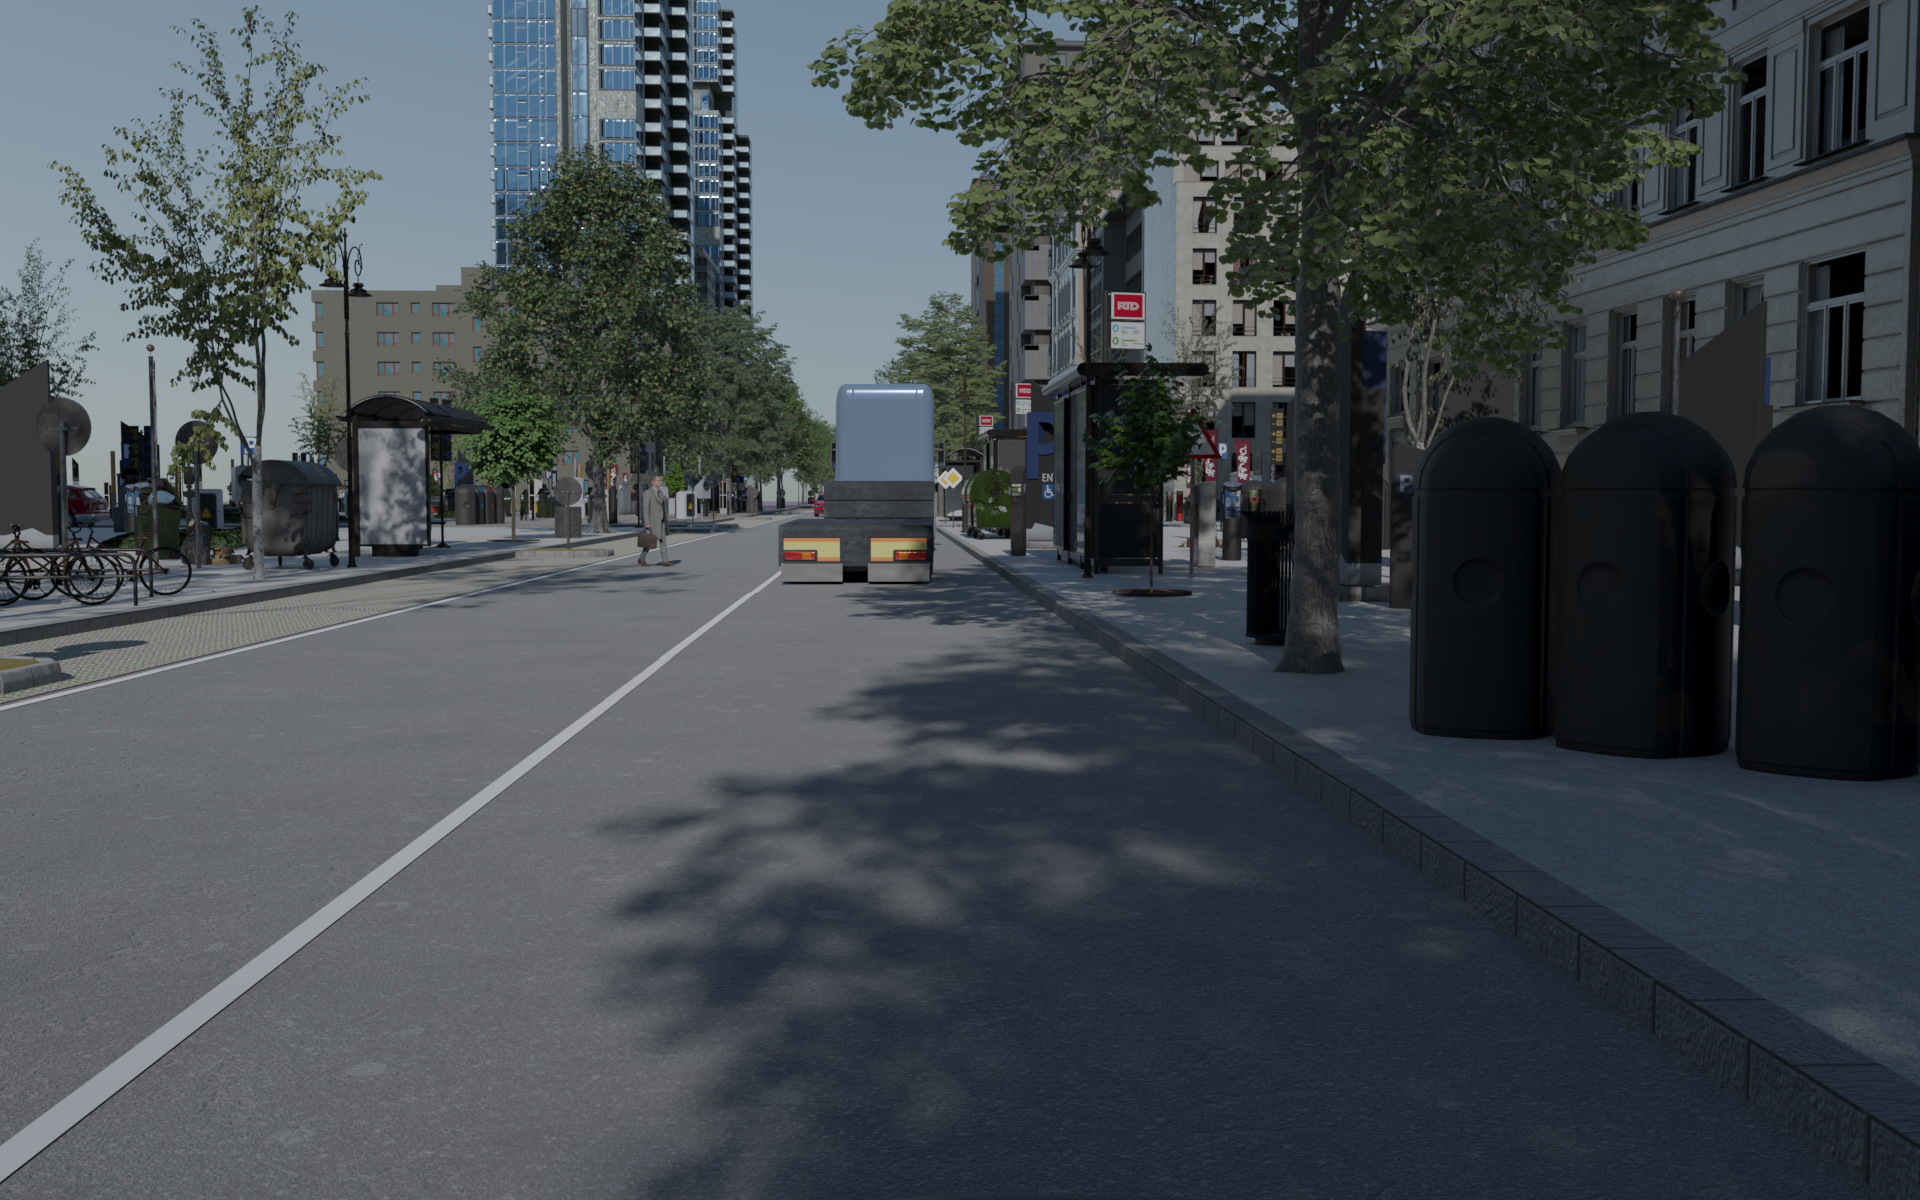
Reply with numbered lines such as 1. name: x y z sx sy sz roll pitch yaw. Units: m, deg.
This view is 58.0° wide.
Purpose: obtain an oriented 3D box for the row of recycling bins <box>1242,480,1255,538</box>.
1. row of recycling bins: 9.874 -2.699 51.249 3.534 1.692 1.069 -1 4 -23

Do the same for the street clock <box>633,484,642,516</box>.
1. street clock: -18.687 -5.868 100.506 0.358 2.002 0.471 3 4 36

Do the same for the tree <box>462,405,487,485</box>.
1. tree: -36.724 -10.646 124.417 4.737 8.622 4.395 0 3 0

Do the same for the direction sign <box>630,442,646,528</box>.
1. direction sign: -12.257 -4.524 65.959 0.876 3.537 0.379 3 4 39

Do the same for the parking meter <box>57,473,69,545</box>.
1. parking meter: -22.755 -2.326 43.738 0.399 1.863 0.255 -2 4 -30

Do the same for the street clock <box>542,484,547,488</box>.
1. street clock: -29.260 -7.162 121.663 0.358 2.002 0.471 2 4 25

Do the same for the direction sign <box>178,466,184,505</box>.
1. direction sign: -63.137 -9.095 140.705 0.876 3.537 0.379 -1 4 -20

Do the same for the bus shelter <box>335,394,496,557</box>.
1. bus shelter: -11.770 -2.692 37.936 2.014 3.302 5.546 0 4 -3

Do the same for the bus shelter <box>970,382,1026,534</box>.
1. bus shelter: 1.754 -5.042 60.071 2.179 5.291 8.768 0 4 -3

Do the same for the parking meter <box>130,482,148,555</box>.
1. parking meter: -17.125 -1.709 36.349 0.372 1.533 0.369 0 3 0

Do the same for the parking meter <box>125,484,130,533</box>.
1. parking meter: -20.792 -2.152 43.593 0.372 1.533 0.369 0 3 0

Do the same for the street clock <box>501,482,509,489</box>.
1. street clock: -27.474 -6.121 104.641 0.471 2.002 0.358 0 4 1

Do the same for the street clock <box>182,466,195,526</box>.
1. street clock: -20.133 -2.489 45.260 0.358 2.002 0.471 -1 4 -19

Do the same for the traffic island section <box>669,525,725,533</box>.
1. traffic island section: -10.120 -2.644 65.505 2.009 0.180 2.903 0 4 -3

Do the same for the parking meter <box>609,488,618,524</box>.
1. parking meter: -14.987 -4.062 74.826 0.372 1.533 0.369 0 3 0

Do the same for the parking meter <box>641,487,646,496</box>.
1. parking meter: -25.582 -8.217 140.053 0.255 1.863 0.399 -3 5 -43

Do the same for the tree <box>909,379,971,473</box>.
1. tree: -3.096 -15.753 167.925 12.009 13.543 11.850 0 3 0

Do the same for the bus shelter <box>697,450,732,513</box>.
1. bus shelter: -17.167 -8.696 119.816 2.179 5.291 8.768 0 4 -2

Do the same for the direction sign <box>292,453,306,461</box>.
1. direction sign: -36.133 -6.288 94.800 0.379 3.537 0.876 2 4 34

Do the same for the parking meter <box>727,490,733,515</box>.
1. parking meter: -14.440 -6.027 106.954 0.372 1.533 0.369 0 3 0

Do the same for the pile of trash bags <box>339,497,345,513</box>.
1. pile of trash bags: -44.493 -6.784 120.670 3.447 1.369 1.912 -1 4 -8

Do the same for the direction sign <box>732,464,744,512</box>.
1. direction sign: -15.635 -7.946 121.912 0.876 3.537 0.379 1 4 9

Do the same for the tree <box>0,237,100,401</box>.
1. tree: -27.281 -6.109 50.250 4.360 8.622 3.978 0 3 0

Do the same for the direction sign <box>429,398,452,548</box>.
1. direction sign: -12.326 -3.007 41.165 0.379 3.537 0.876 1 4 14

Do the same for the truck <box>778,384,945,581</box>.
1. truck: -1.765 -2.860 36.528 2.967 4.110 18.799 0 4 -1

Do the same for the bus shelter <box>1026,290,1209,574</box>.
1. bus shelter: 2.734 -3.318 31.889 2.179 5.291 8.768 0 4 -3

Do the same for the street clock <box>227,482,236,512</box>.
1. street clock: -41.449 -5.763 98.792 0.358 2.002 0.471 0 4 -7

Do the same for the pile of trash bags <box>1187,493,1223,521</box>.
1. pile of trash bags: 12.458 -4.517 83.609 3.447 1.369 1.912 3 4 38

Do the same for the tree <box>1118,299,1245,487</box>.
1. tree: 8.626 -6.985 64.570 4.360 8.622 3.978 0 3 0

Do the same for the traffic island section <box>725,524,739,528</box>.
1. traffic island section: -10.471 -3.132 73.482 2.009 0.180 2.903 0 4 -3

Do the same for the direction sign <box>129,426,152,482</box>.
1. direction sign: -27.067 -3.997 57.356 0.876 3.537 0.379 0 4 7

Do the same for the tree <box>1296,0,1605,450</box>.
1. tree: 6.927 -4.569 25.067 4.360 8.622 3.978 0 3 0

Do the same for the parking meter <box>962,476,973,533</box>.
1. parking meter: 0.274 -3.143 57.105 0.399 1.863 0.255 -1 4 -12

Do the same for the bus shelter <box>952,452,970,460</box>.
1. bus shelter: 0.739 -6.607 85.652 2.179 5.291 8.768 0 4 -3

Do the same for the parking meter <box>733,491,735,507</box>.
1. parking meter: -19.461 -8.552 148.237 0.372 1.533 0.369 0 3 0

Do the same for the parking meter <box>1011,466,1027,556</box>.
1. parking meter: 1.215 -1.848 35.933 0.255 1.863 0.399 1 4 17

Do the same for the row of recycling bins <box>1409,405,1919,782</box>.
1. row of recycling bins: 3.825 -0.081 8.436 3.534 1.692 1.069 3 5 43

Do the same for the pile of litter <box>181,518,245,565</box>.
1. pile of litter: -13.800 -1.106 32.044 1.176 0.858 1.719 0 4 2

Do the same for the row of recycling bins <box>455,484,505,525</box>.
1. row of recycling bins: -20.460 -4.073 73.700 1.069 1.692 3.534 1 4 11

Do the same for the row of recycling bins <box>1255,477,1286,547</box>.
1. row of recycling bins: 8.759 -2.085 41.195 1.069 1.692 3.534 -3 4 -37

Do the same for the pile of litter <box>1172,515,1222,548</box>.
1. pile of litter: 5.872 -1.693 41.650 1.176 0.858 1.719 -2 4 -27

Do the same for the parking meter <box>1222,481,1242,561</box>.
1. parking meter: 5.247 -1.528 33.397 0.372 1.533 0.369 0 3 0

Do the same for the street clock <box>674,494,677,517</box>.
1. street clock: -16.185 -5.768 98.877 0.471 2.002 0.358 0 4 1

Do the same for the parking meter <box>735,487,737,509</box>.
1. parking meter: -18.750 -8.538 145.308 0.255 1.863 0.399 0 4 4

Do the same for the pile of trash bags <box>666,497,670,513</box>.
1. pile of trash bags: -20.341 -6.520 116.350 1.912 1.369 3.447 -2 4 -26

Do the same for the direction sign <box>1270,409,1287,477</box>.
1. direction sign: 8.654 -3.296 45.886 0.876 3.537 0.379 0 4 4

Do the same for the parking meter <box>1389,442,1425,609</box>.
1. parking meter: 5.033 -0.835 19.368 0.399 1.863 0.255 2 4 30

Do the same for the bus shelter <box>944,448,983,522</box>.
1. bus shelter: 0.131 -5.163 78.339 2.014 3.302 5.546 0 4 -2

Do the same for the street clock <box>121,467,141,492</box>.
1. street clock: -22.538 -2.604 47.139 0.471 2.002 0.358 -1 4 -19
